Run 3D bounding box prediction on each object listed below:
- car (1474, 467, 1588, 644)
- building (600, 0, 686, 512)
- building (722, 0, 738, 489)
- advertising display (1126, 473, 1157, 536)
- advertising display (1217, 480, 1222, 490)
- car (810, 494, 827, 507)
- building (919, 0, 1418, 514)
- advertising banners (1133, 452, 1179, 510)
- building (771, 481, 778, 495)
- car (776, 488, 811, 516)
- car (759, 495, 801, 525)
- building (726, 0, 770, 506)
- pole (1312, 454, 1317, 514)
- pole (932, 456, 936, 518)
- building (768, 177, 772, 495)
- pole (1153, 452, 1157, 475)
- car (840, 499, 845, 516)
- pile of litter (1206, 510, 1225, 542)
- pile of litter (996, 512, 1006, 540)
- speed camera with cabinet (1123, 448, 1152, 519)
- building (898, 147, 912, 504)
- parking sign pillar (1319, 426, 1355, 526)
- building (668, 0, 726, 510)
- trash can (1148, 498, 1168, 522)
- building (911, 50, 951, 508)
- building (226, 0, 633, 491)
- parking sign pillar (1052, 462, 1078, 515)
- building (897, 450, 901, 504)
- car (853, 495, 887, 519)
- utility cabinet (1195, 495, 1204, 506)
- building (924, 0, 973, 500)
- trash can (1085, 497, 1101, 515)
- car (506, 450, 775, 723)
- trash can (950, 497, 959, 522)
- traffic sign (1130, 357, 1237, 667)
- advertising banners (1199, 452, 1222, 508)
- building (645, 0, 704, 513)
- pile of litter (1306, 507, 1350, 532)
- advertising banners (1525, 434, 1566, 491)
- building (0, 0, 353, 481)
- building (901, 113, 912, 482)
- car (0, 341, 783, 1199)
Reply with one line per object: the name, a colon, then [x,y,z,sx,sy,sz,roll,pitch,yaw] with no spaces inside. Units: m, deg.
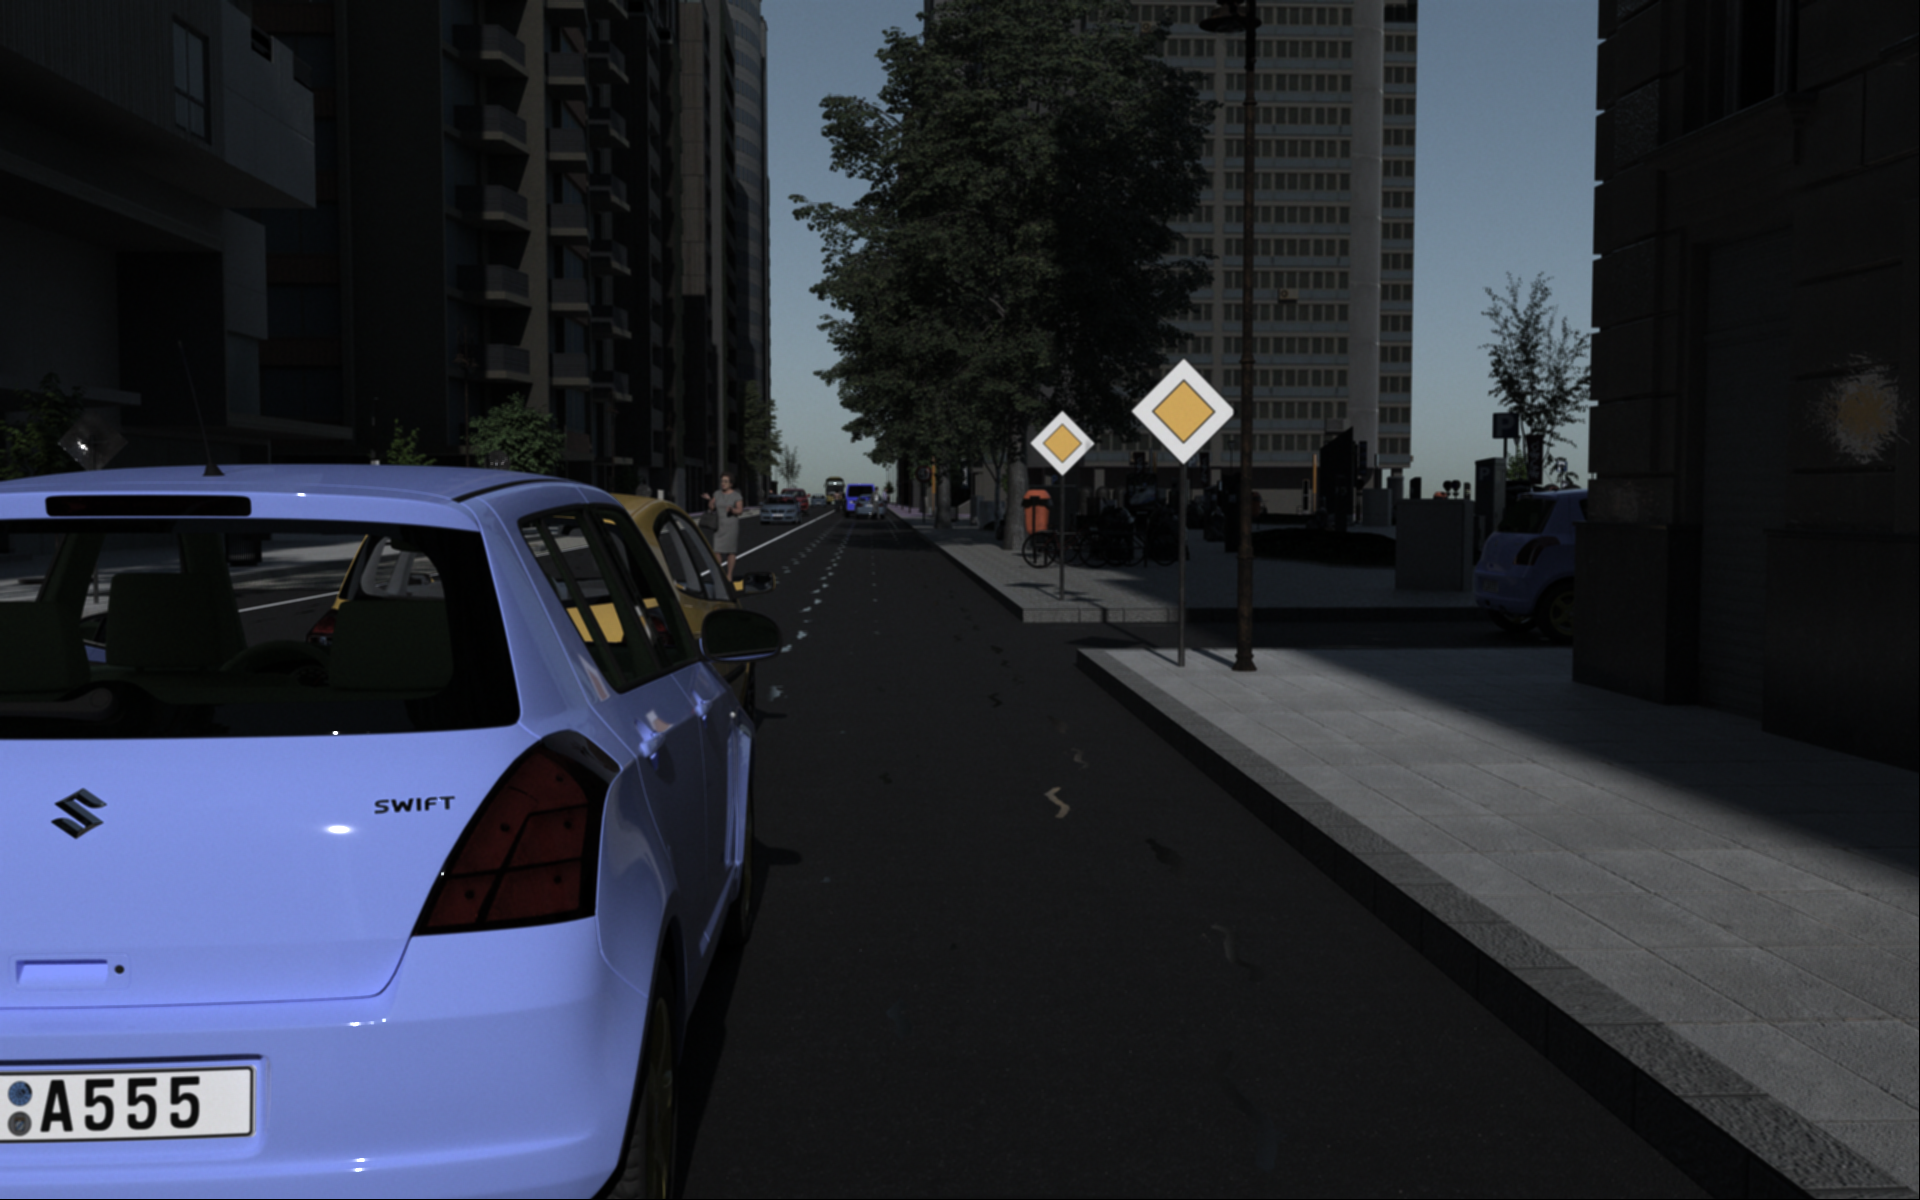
car: [7.102,-0.473,17.330,3.694,1.707,1.945,0,4,-1]
building: [-24.113,-20.211,102.151,14.160,30.474,14.107,0,4,-3]
building: [-31.395,-32.439,154.077,21.300,48.544,21.600,0,4,-3]
advertising display: [5.567,-2.930,53.118,0.974,1.923,0.123,-1,4,-18]
advertising display: [12.407,-4.654,81.302,0.974,1.923,0.123,-3,5,-43]
car: [-15.785,-11.071,193.015,2.014,1.417,4.499,0,4,-5]
building: [13.519,-26.046,117.740,32.217,40.220,23.993,0,4,-3]
advertising banners: [8.118,-4.597,71.355,2.074,3.025,0.090,1,4,22]
building: [-40.988,-33.062,232.445,32.217,40.220,23.993,0,4,-3]
car: [-11.017,-6.471,114.473,2.281,1.827,5.304,0,4,-5]
car: [-8.530,-4.313,82.518,2.014,1.417,4.499,0,4,-2]
building: [-32.605,-39.757,192.027,21.231,58.520,28.212,0,4,-3]
pole: [18.161,-5.807,88.785,0.158,3.312,0.155,0,3,0]
pole: [-1.397,-6.047,92.712,0.158,3.312,0.155,0,3,0]
building: [-30.830,-32.428,213.786,14.154,41.232,14.086,0,4,-3]
pole: [9.520,-5.559,84.732,0.158,3.312,0.155,0,3,0]
car: [-7.036,-6.509,116.211,2.009,1.686,4.222,0,4,-3]
pile of litter: [7.231,-2.019,46.972,1.176,0.858,1.719,2,4,32]
pile of litter: [1.661,-2.107,48.414,1.176,0.858,1.719,3,5,41]
speed camera with cabinet: [7.799,-4.956,75.366,0.660,3.252,2.038,-1,4,-22]
building: [-0.821,-34.798,219.064,14.600,45.320,14.200,0,4,-3]
parking sign pillar: [15.056,-4.938,69.207,1.447,3.967,1.447,2,4,26]
building: [-26.006,-27.716,136.749,14.154,41.232,14.086,0,4,-3]
trash can: [6.950,-3.024,61.093,0.748,1.137,0.748,0,3,0]
building: [2.407,-29.374,163.852,14.154,41.232,14.086,0,4,-3]
building: [-26.412,-25.669,74.307,22.147,44.769,28.867,0,4,-3]
parking sign pillar: [4.681,-5.427,77.204,1.447,3.967,1.447,-3,5,-42]
building: [5.242,-24.257,241.648,27.650,21.520,28.899,0,4,-3]
car: [-5.175,-5.353,99.521,2.014,1.417,4.499,0,4,-3]
utility cabinet: [12.656,-4.916,91.532,0.306,1.237,1.020,-1,4,-8]
building: [10.850,-33.868,142.987,28.713,52.752,27.495,0,4,-3]
trash can: [6.173,-4.194,80.219,0.748,1.137,0.748,0,3,0]
car: [-1.976,0.091,8.731,2.015,1.641,3.980,0,4,-3]
trash can: [-0.394,-4.189,80.148,0.748,1.137,0.748,0,3,0]
traffic sign: [1.643,-0.561,12.811,0.795,2.450,0.064,0,4,-3]
advertising banners: [10.717,-4.615,71.641,2.074,3.025,0.090,3,5,45]
building: [-28.507,-41.597,118.364,20.563,71.187,20.611,0,4,-3]
pile of litter: [12.179,-2.659,57.439,1.719,0.858,1.176,-1,4,-11]
advertising banners: [17.438,-3.307,50.262,2.074,3.025,0.090,2,4,28]
building: [-29.438,-27.095,32.235,28.713,52.752,27.495,0,4,-3]
building: [4.444,-33.179,197.100,22.147,44.769,28.867,0,4,-3]
car: [-1.439,0.319,4.377,1.945,1.707,3.694,0,4,-3]
